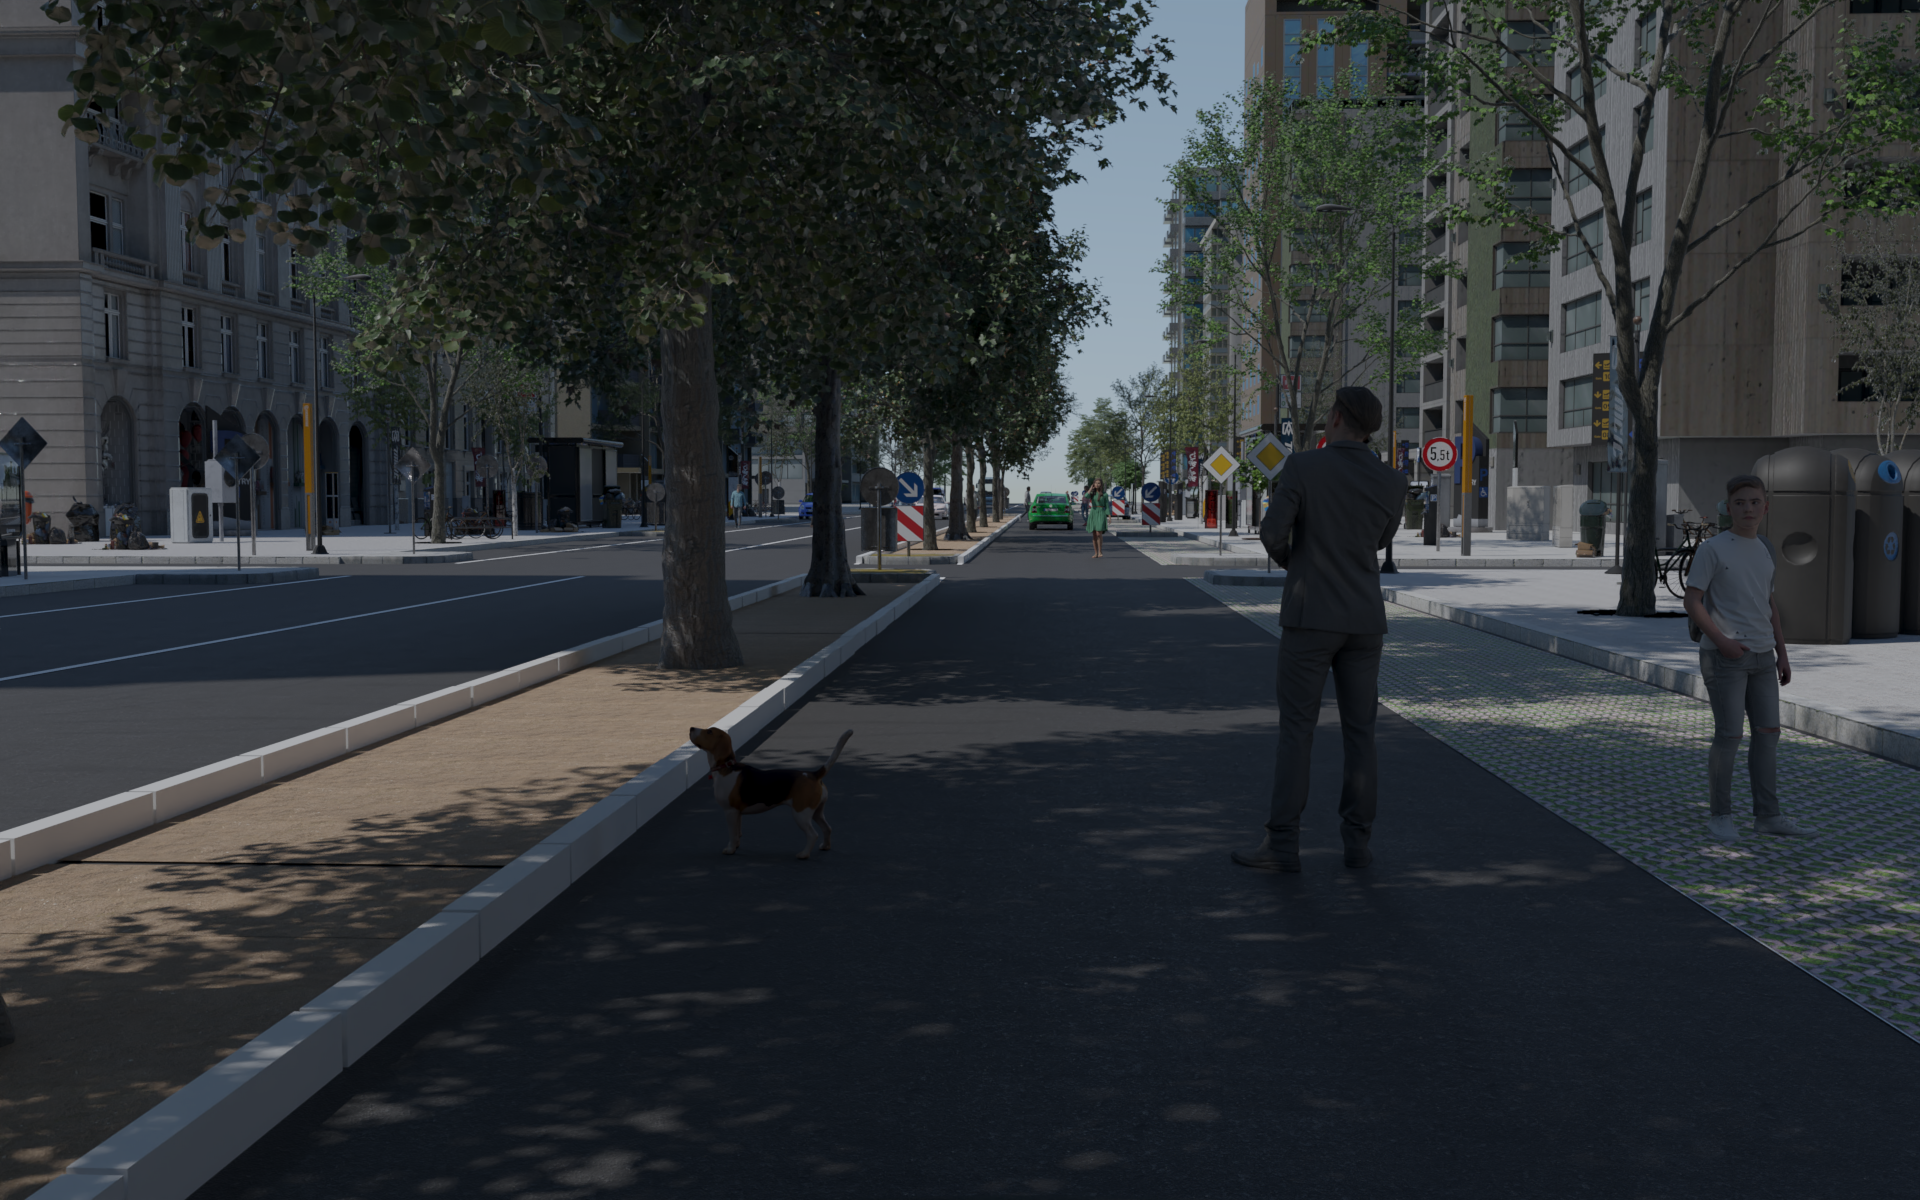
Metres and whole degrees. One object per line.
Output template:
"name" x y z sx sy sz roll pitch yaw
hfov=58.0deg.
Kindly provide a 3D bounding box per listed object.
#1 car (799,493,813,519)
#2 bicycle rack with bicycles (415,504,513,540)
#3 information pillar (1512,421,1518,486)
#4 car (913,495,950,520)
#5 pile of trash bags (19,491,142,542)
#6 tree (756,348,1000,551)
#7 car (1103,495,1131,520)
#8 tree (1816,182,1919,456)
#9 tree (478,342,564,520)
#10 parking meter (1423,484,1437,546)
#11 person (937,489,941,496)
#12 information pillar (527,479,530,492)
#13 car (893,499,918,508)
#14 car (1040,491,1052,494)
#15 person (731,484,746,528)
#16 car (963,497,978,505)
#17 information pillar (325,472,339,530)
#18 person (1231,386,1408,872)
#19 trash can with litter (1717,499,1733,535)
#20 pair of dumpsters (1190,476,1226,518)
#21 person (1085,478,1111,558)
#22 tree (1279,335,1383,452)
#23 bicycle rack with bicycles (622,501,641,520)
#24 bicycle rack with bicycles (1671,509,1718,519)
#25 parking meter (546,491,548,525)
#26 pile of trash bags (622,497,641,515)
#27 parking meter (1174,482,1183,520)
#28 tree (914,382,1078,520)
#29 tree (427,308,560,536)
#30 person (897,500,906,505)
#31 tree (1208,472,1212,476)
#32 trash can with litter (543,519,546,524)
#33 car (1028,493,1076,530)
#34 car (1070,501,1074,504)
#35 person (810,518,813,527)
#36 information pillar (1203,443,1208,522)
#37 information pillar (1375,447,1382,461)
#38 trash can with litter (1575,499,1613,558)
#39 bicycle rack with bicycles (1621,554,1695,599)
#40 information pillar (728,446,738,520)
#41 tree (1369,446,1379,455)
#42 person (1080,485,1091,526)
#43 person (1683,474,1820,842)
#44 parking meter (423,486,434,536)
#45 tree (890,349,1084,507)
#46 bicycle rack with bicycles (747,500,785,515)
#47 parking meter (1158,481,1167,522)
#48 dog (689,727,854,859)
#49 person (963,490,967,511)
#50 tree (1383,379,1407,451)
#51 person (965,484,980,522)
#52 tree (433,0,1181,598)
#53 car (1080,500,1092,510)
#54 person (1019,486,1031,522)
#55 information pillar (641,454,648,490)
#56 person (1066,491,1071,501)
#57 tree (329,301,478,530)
"car" -8.211 -5.480 99.187 1.945 1.707 3.694 0 4 3
"bicycle rack with bicycles" -14.143 -2.202 49.388 2.925 0.926 2.852 -2 4 -34
"information pillar" 17.694 -3.906 55.217 0.183 3.616 0.504 1 4 9
"car" -1.609 -5.238 98.000 2.083 1.381 4.827 0 4 2
"pile of trash bags" -23.966 -2.281 47.047 3.447 1.369 1.912 -1 4 -12
"tree" -0.864 -7.064 43.704 9.928 11.665 9.643 0 3 0
"car" 8.286 -5.007 93.875 2.014 1.417 4.499 0 4 1
"tree" 22.565 -5.574 41.489 4.360 8.622 3.978 0 3 0
"tree" -20.518 -7.867 78.994 4.737 8.622 4.395 0 3 0
"parking meter" 11.770 -2.130 43.234 0.372 1.533 0.369 0 3 0
"person" -1.711 -8.113 141.225 0.705 1.814 1.350 0 4 -7
"information pillar" -21.114 -4.939 85.236 0.304 2.012 0.304 -2 4 -35
"car" -3.774 -7.042 124.173 2.155 1.783 4.494 0 4 2
"car" 11.569 -13.717 232.939 2.281 1.827 5.304 0 4 4
"person" -9.319 -3.953 72.993 0.638 1.841 0.748 0 4 2
"car" 1.447 -13.165 225.037 2.009 1.686 4.222 0 4 4
"information pillar" -21.166 -3.296 58.385 0.304 2.012 0.304 1 4 12
"person" 1.389 0.096 6.730 0.655 1.846 0.447 -1 4 -14
"trash can with litter" 15.846 -1.472 35.449 0.624 1.170 1.055 1 4 16
"pair of dumpsters" 13.352 -5.553 93.282 1.574 2.255 4.437 0 4 3
"person" 3.103 -1.838 38.799 0.600 1.795 0.529 1 4 9
"tree" 16.919 -7.991 81.019 4.360 8.622 3.978 0 3 0
"bicycle rack with bicycles" -16.734 -4.375 84.906 2.925 0.926 2.852 3 5 41
"bicycle rack with bicycles" 16.877 -1.648 40.322 2.852 0.926 2.925 -2 4 -32
"parking meter" -16.993 -3.887 71.966 0.372 1.533 0.369 0 3 0
"pile of trash bags" -20.201 -5.934 106.779 1.912 1.369 3.447 1 4 22
"parking meter" 10.707 -4.844 84.918 0.399 1.863 0.255 -2 4 -32
"tree" 2.215 -9.697 95.409 8.767 10.594 7.601 0 4 3
"tree" -13.709 -6.251 52.561 4.360 8.622 3.978 0 3 0
"person" -2.966 -4.859 88.212 0.793 1.790 0.793 1 4 23
"tree" 15.512 -6.904 107.484 1.663 3.219 1.824 0 3 0
"trash can with litter" -18.273 -3.935 75.400 1.678 1.210 2.233 -1 4 -9
"car" 3.732 -3.771 70.451 1.959 1.807 4.718 0 4 4
"car" 5.285 -5.238 95.428 2.009 1.686 4.222 0 4 4
"person" -6.027 -4.004 74.357 0.834 1.777 0.661 0 4 8
"information pillar" 11.134 -5.330 78.503 0.183 3.616 0.504 -1 4 -9
"information pillar" 20.638 -5.761 85.547 0.183 3.616 0.504 -1 4 -17
"trash can with litter" 12.853 -1.454 35.156 0.624 1.170 1.055 2 4 29
"bicycle rack with bicycles" 9.382 -0.458 20.863 2.925 0.926 2.852 0 4 -7
"information pillar" -11.161 -5.741 85.212 0.504 3.616 0.183 0 4 5
"tree" 14.670 -4.184 63.002 1.663 3.219 1.824 0 3 0
"person" 5.638 -4.246 77.935 0.555 1.821 0.388 3 5 42
"person" 3.262 0.239 7.181 0.523 1.515 0.503 3 5 39
"parking meter" -16.083 -2.702 52.581 0.372 1.533 0.369 0 3 0
"tree" 2.322 -11.785 105.512 12.009 13.543 11.850 0 3 0
"bicycle rack with bicycles" -12.262 -5.795 108.130 2.925 0.926 2.852 -2 4 -23
"parking meter" 9.148 -4.440 78.312 0.255 1.863 0.399 2 4 32
"dog" -0.754 0.758 6.890 0.540 0.507 0.406 -2 4 -33
"person" 0.569 -8.433 146.406 0.705 1.821 1.348 1 4 17
"tree" 25.095 -9.559 106.657 4.360 8.622 3.978 0 3 0
"person" 0.513 -3.892 71.980 0.661 1.843 0.795 -1 4 -8
"tree" -1.836 -6.381 23.797 9.611 12.733 9.660 0 3 0
"car" 10.847 -7.962 142.759 1.945 1.354 3.894 0 4 3
"person" 3.428 -5.003 90.150 0.795 1.843 0.661 0 4 7
"information pillar" -18.587 -6.778 102.177 0.504 3.616 0.183 1 4 21
"person" 10.363 -9.604 166.083 0.434 1.755 0.990 3 4 37
"tree" -19.914 -6.762 60.922 4.737 8.622 4.395 0 3 0
